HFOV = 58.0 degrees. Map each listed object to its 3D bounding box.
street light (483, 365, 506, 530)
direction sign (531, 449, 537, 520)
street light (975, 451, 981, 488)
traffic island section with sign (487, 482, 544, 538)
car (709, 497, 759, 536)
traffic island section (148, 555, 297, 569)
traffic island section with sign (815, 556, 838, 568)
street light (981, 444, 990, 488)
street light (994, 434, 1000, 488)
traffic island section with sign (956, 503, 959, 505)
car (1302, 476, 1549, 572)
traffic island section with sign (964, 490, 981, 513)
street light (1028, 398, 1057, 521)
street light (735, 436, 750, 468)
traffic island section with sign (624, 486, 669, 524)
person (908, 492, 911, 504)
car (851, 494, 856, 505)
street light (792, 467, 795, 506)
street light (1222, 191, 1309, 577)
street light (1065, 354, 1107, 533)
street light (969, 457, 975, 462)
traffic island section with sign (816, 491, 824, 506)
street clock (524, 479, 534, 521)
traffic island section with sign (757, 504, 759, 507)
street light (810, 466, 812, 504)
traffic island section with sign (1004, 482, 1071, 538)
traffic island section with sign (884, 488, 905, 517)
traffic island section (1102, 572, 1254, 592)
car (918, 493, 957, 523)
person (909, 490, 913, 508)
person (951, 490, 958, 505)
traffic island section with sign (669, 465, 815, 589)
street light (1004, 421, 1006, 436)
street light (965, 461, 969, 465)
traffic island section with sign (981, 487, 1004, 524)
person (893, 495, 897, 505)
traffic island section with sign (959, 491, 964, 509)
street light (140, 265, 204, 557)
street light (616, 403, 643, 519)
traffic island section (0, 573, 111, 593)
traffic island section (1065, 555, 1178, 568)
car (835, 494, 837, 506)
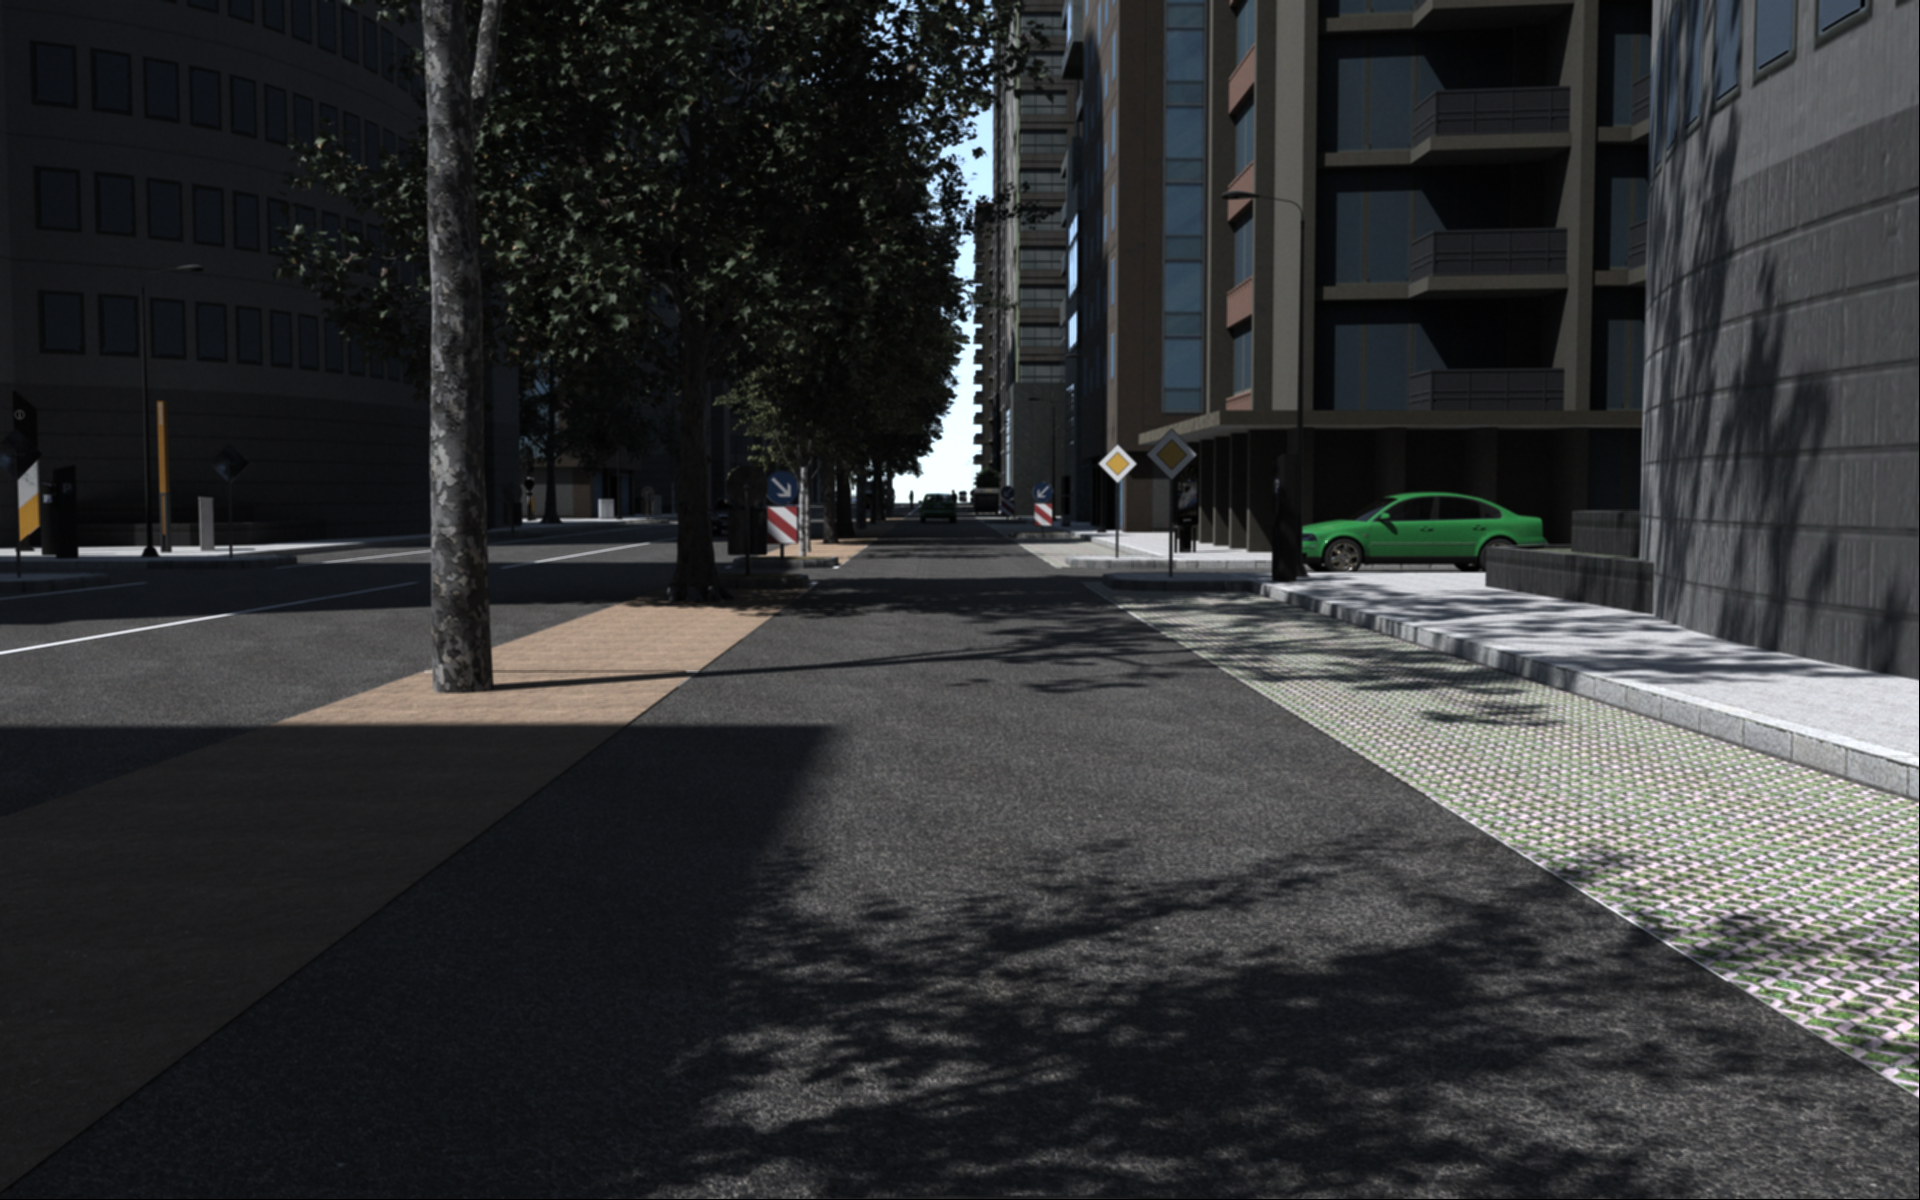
[{"bbox_3d":[-16.317,-5.434,61.386,1.470,5.913,1.316,0,4,-1],"label":"street light"},{"bbox_3d":[-21.060,-5.707,85.309,0.379,3.537,0.876,-1,4,-9],"label":"direction sign"},{"bbox_3d":[2.602,-13.053,185.960,1.470,5.913,1.316,0,4,-1],"label":"street light"},{"bbox_3d":[-14.873,-2.976,57.284,1.989,1.847,2.006,0,4,-1],"label":"traffic island section with sign"},{"bbox_3d":[-7.815,-2.910,60.162,1.945,1.354,3.894,0,4,-2],"label":"car"},{"bbox_3d":[-14.566,-0.751,34.560,2.009,0.180,2.903,0,4,-1],"label":"traffic island section"},{"bbox_3d":[-3.471,-1.604,34.364,2.006,1.907,1.989,0,4,-1],"label":"traffic island section with sign"},{"bbox_3d":[2.921,-11.456,159.851,1.470,5.913,1.316,0,4,-1],"label":"street light"},{"bbox_3d":[3.293,-9.859,133.743,1.470,5.913,1.316,0,4,-1],"label":"street light"},{"bbox_3d":[0.411,-12.746,217.017,1.989,1.847,2.006,0,4,-1],"label":"traffic island section with sign"},{"bbox_3d":[8.077,-1.366,31.125,4.718,1.807,1.959,0,4,-1],"label":"car"},{"bbox_3d":[1.518,-7.707,134.631,1.989,1.847,2.006,0,4,-1],"label":"traffic island section with sign"},{"bbox_3d":[3.992,-6.800,83.729,1.470,5.913,1.316,0,4,-1],"label":"street light"},{"bbox_3d":[-17.260,-10.092,137.547,1.470,5.913,1.316,0,4,-1],"label":"street light"},{"bbox_3d":[-15.240,-4.635,84.416,1.989,1.847,2.006,0,4,-1],"label":"traffic island section with sign"},{"bbox_3d":[-7.135,-14.886,251.960,0.705,1.814,1.350,-3,4,-36],"label":"person"},{"bbox_3d":[-12.415,-11.573,201.218,2.014,1.417,4.499,0,4,-2],"label":"car"},{"bbox_3d":[-18.122,-13.547,194.042,1.470,5.913,1.316,0,4,-1],"label":"street light"},{"bbox_3d":[4.709,-3.312,26.699,1.470,5.913,1.316,0,4,-1],"label":"street light"},{"bbox_3d":[4.191,-5.203,57.618,1.470,5.913,1.316,0,4,-1],"label":"street light"},{"bbox_3d":[2.164,-14.946,216.907,1.470,5.913,1.316,0,4,-1],"label":"street light"},{"bbox_3d":[-16.991,-12.714,216.493,1.989,1.847,2.006,0,4,-1],"label":"traffic island section with sign"},{"bbox_3d":[-20.638,-4.798,83.021,0.471,2.002,0.358,-1,4,-15],"label":"street clock"},{"bbox_3d":[-15.899,-7.688,134.329,1.989,1.847,2.006,0,4,-1],"label":"traffic island section with sign"},{"bbox_3d":[-18.487,-15.164,220.469,1.470,5.913,1.316,0,4,-1],"label":"street light"},{"bbox_3d":[2.561,-2.939,56.677,1.989,1.847,2.006,0,4,-1],"label":"traffic island section with sign"},{"bbox_3d":[-4.483,-6.199,109.496,2.006,1.907,1.989,0,4,-1],"label":"traffic island section with sign"},{"bbox_3d":[3.281,-0.277,26.807,2.009,0.180,2.903,0,4,-1],"label":"traffic island section"},{"bbox_3d":[-1.114,-4.780,86.942,1.959,1.807,4.718,0,4,-2],"label":"car"},{"bbox_3d":[-4.873,-10.099,173.637,0.705,1.822,1.348,-1,4,-16],"label":"person"},{"bbox_3d":[-0.627,-7.669,134.411,0.750,1.759,0.617,-2,4,-33],"label":"person"},{"bbox_3d":[-3.381,-1.151,26.957,2.006,1.907,1.989,0,4,-1],"label":"traffic island section with sign"},{"bbox_3d":[3.473,-8.397,109.835,1.470,5.913,1.316,0,4,-1],"label":"street light"},{"bbox_3d":[1.770,-16.543,243.015,1.470,5.913,1.316,0,4,-1],"label":"street light"},{"bbox_3d":[2.181,-4.621,84.174,1.989,1.847,2.006,0,4,-1],"label":"traffic island section with sign"},{"bbox_3d":[-8.911,-13.796,234.748,0.721,1.739,1.217,-2,4,-28],"label":"person"},{"bbox_3d":[1.156,-9.355,161.584,1.989,1.847,2.006,0,4,-1],"label":"traffic island section with sign"},{"bbox_3d":[-16.037,-3.837,35.276,1.470,5.913,1.316,0,4,-1],"label":"street light"},{"bbox_3d":[-16.711,-7.031,87.493,1.470,5.913,1.316,0,4,-1],"label":"street light"},{"bbox_3d":[-14.459,-0.263,26.576,2.009,0.180,2.903,0,4,-1],"label":"traffic island section"},{"bbox_3d":[3.174,-0.765,34.792,2.009,0.180,2.903,0,4,-1],"label":"traffic island section"},{"bbox_3d":[-13.205,-10.368,181.321,2.131,1.459,4.920,0,4,1],"label":"car"}]
